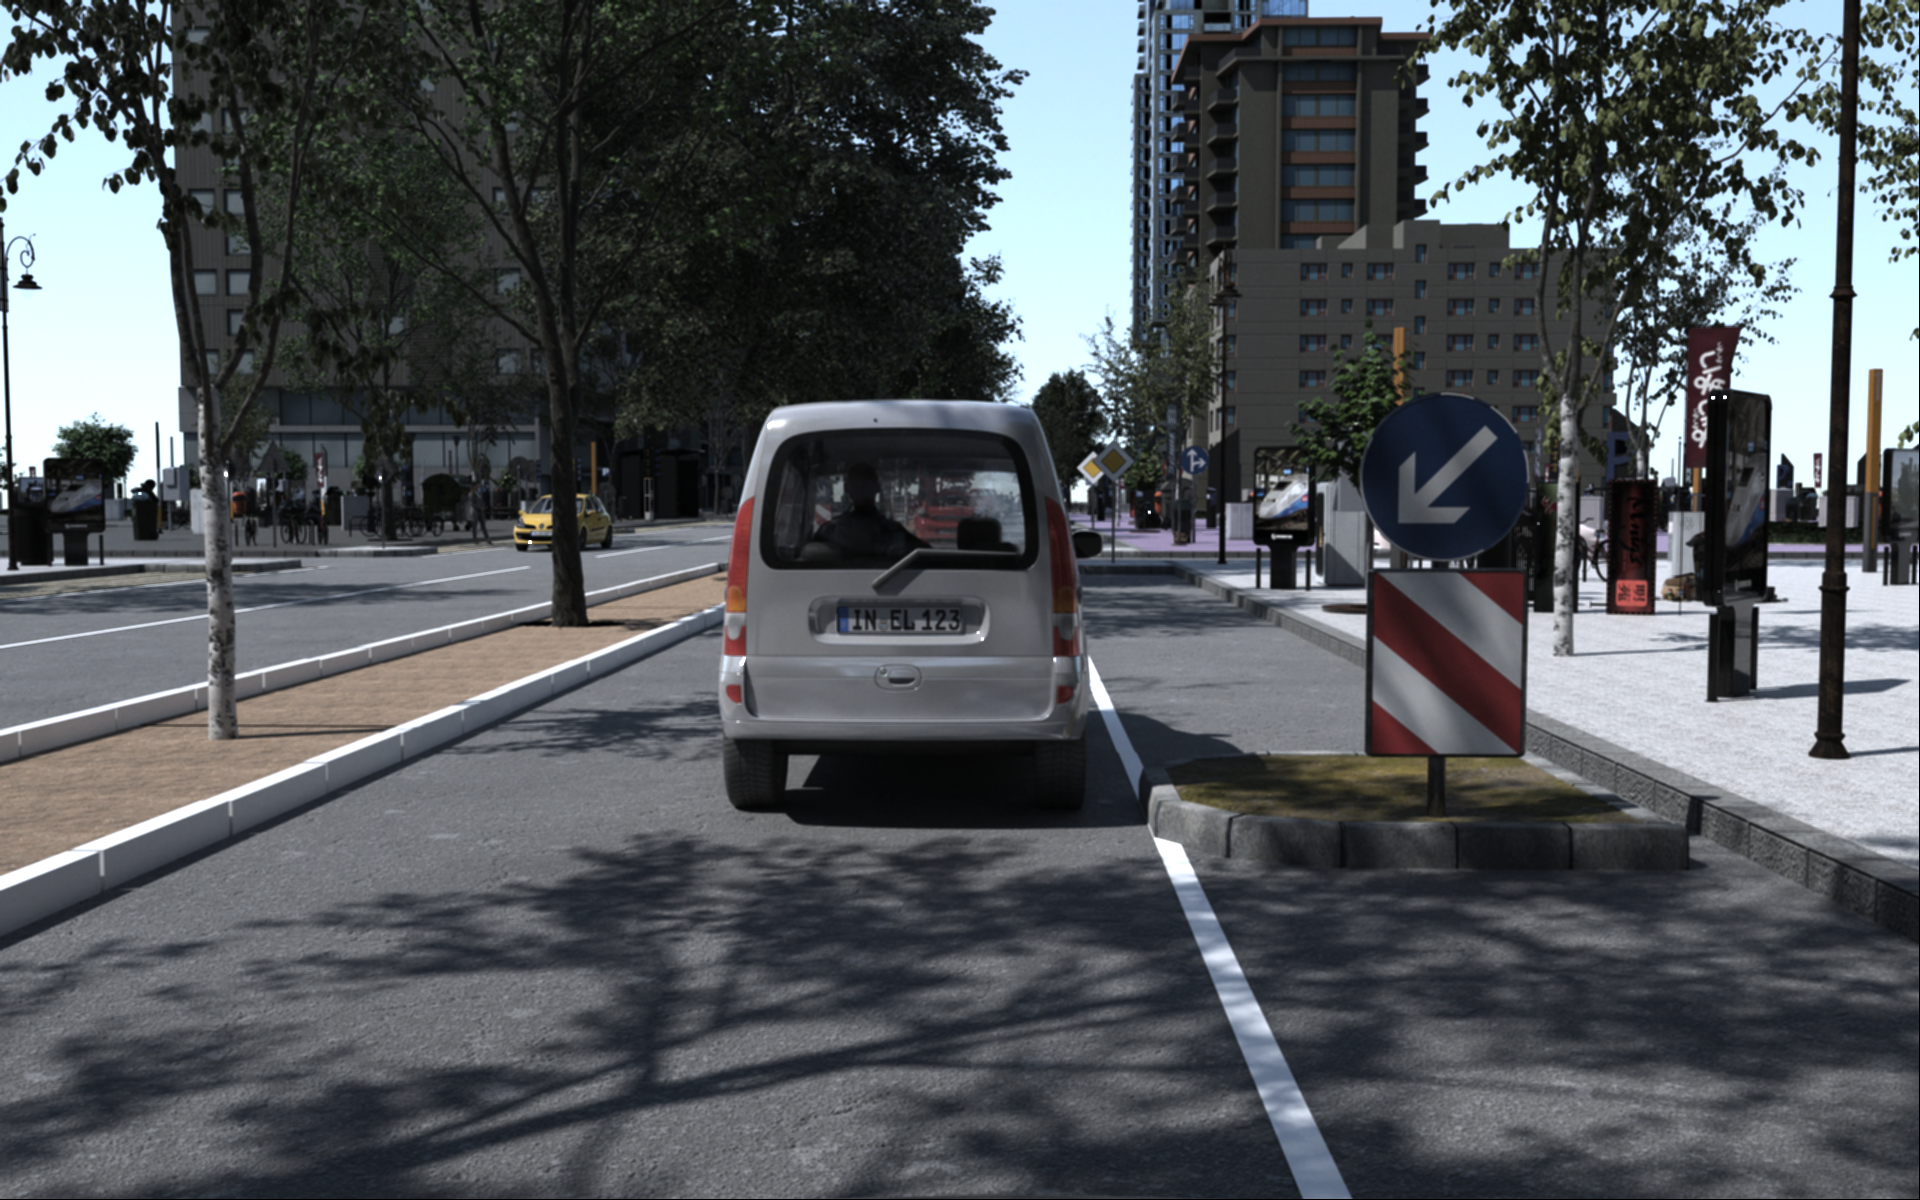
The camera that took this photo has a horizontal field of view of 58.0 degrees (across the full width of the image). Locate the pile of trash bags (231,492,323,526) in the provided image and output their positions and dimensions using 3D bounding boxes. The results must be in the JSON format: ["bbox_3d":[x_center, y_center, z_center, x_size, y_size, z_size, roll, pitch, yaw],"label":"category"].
[{"bbox_3d":[-27.896,-3.718,70.536,3.447,1.369,1.912,-3,5,-45],"label":"pile of trash bags"}]

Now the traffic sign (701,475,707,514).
[{"bbox_3d":[-17.050,-6.966,114.006,0.768,2.556,0.104,0,4,6],"label":"traffic sign"}]

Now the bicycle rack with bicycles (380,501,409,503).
[{"bbox_3d":[-21.509,-3.295,67.253,2.852,0.926,2.925,-1,4,-13],"label":"bicycle rack with bicycles"}]

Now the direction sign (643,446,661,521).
[{"bbox_3d":[-14.692,-5.546,82.666,0.876,3.537,0.379,-2,4,-35],"label":"direction sign"}]

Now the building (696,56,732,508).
[{"bbox_3d":[-33.273,-44.637,168.069,20.563,71.187,20.611,0,4,2],"label":"building"}]

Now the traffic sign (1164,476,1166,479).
[{"bbox_3d":[9.061,-4.520,74.012,0.768,2.556,0.104,0,4,3],"label":"traffic sign"}]

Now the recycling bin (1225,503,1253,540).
[{"bbox_3d":[7.875,-2.214,48.753,0.722,1.027,0.722,0,4,1],"label":"recycling bin"}]

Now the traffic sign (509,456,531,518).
[{"bbox_3d":[-14.895,-3.576,58.572,0.768,2.556,0.104,0,4,8],"label":"traffic sign"}]

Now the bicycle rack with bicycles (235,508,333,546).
[{"bbox_3d":[-17.252,-1.868,43.918,2.852,0.926,2.925,-1,4,-22],"label":"bicycle rack with bicycles"}]

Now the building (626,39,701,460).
[{"bbox_3d":[-30.898,-28.582,150.914,14.154,41.232,14.086,0,4,2],"label":"building"}]

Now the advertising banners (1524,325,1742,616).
[{"bbox_3d":[7.104,-1.355,18.343,2.074,3.025,0.090,1,4,23],"label":"advertising banners"}]

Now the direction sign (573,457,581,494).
[{"bbox_3d":[-23.258,-6.914,105.042,0.876,3.537,0.379,3,4,37],"label":"direction sign"}]

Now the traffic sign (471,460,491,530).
[{"bbox_3d":[-17.135,-3.783,61.952,0.768,2.556,0.104,0,4,8],"label":"traffic sign"}]

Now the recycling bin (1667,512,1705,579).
[{"bbox_3d":[10.394,-0.725,24.409,0.722,1.027,0.722,1,4,17],"label":"recycling bin"}]

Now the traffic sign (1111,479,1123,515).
[{"bbox_3d":[8.079,-5.359,87.624,0.884,2.594,0.081,1,4,10],"label":"traffic sign"}]

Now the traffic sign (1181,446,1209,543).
[{"bbox_3d":[6.178,-2.789,45.709,0.768,2.556,0.104,0,4,2],"label":"traffic sign"}]

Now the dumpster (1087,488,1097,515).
[{"bbox_3d":[8.305,-6.038,104.482,1.264,1.857,1.865,0,4,2],"label":"dumpster"}]

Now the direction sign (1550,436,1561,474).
[{"bbox_3d":[23.408,-4.623,67.576,0.379,3.537,0.876,-3,5,-40],"label":"direction sign"}]

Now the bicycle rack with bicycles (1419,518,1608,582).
[{"bbox_3d":[8.228,-0.784,26.193,2.852,0.926,2.925,0,4,-8],"label":"bicycle rack with bicycles"}]

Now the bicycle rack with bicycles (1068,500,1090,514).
[{"bbox_3d":[8.290,-6.027,111.925,2.852,0.926,2.925,3,4,38],"label":"bicycle rack with bicycles"}]

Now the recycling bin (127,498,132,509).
[{"bbox_3d":[-47.994,-5.327,99.658,0.722,1.027,0.722,2,4,30],"label":"recycling bin"}]

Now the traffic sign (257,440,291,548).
[{"bbox_3d":[-16.429,-2.536,41.466,0.884,2.594,0.081,1,4,11],"label":"traffic sign"}]

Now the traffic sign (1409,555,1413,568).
[{"bbox_3d":[6.638,-1.426,25.440,0.606,2.300,0.079,0,4,8],"label":"traffic sign"}]

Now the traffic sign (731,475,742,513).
[{"bbox_3d":[-14.954,-7.080,115.860,0.768,2.556,0.104,0,4,4],"label":"traffic sign"}]

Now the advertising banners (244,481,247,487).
[{"bbox_3d":[-47.960,-7.274,115.114,2.074,3.025,0.090,2,4,30],"label":"advertising banners"}]

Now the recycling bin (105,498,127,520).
[{"bbox_3d":[-41.231,-4.396,84.430,0.722,1.027,0.722,-1,4,-9],"label":"recycling bin"}]

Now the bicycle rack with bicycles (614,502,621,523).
[{"bbox_3d":[-16.382,-3.923,77.528,2.852,0.926,2.925,0,4,-1],"label":"bicycle rack with bicycles"}]

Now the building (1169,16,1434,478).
[{"bbox_3d":[31.537,-31.198,164.705,22.147,44.769,28.867,0,4,2],"label":"building"}]

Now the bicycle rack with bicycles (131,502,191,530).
[{"bbox_3d":[-28.247,-3.012,62.622,2.925,0.926,2.852,-3,5,-42],"label":"bicycle rack with bicycles"}]

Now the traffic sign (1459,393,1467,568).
[{"bbox_3d":[6.470,-1.364,22.306,0.884,2.594,0.081,0,4,6],"label":"traffic sign"}]

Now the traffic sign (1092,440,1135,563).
[{"bbox_3d":[2.848,-1.745,32.171,0.795,2.450,0.064,0,4,2],"label":"traffic sign"}]

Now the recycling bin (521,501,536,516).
[{"bbox_3d":[-15.892,-3.159,64.199,0.722,1.027,0.722,-2,4,-32],"label":"recycling bin"}]

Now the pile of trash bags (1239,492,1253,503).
[{"bbox_3d":[10.734,-3.149,61.243,1.912,1.369,3.447,0,4,-4],"label":"pile of trash bags"}]

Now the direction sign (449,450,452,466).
[{"bbox_3d":[-26.454,-5.992,89.966,0.379,3.537,0.876,-1,4,-23],"label":"direction sign"}]

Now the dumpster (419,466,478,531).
[{"bbox_3d":[-17.758,-3.525,60.127,1.502,2.255,1.985,0,4,2],"label":"dumpster"}]

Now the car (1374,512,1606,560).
[{"bbox_3d":[10.771,-1.422,35.615,4.827,1.381,2.083,0,4,2],"label":"car"}]

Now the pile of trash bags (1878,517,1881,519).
[{"bbox_3d":[54.844,-5.527,100.125,3.447,1.369,1.912,-1,4,-9],"label":"pile of trash bags"}]

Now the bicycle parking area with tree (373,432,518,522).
[{"bbox_3d":[-25.020,-5.876,83.070,9.016,4.147,8.231,1,4,20],"label":"bicycle parking area with tree"}]

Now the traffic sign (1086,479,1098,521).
[{"bbox_3d":[6.320,-4.951,83.085,0.606,2.300,0.079,1,4,9],"label":"traffic sign"}]

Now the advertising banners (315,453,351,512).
[{"bbox_3d":[-26.454,-4.702,73.063,2.074,3.025,0.090,2,4,28],"label":"advertising banners"}]

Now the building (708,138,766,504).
[{"bbox_3d":[-33.093,-37.076,225.797,23.786,49.044,30.456,0,4,2],"label":"building"}]

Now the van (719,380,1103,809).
[{"bbox_3d":[-0.209,-0.138,9.269,2.013,2.044,4.112,0,4,1],"label":"van"}]

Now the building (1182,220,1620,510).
[{"bbox_3d":[32.847,-17.828,136.534,27.650,21.520,28.899,0,4,2],"label":"building"}]

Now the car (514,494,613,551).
[{"bbox_3d":[-10.223,-2.109,44.700,2.015,1.641,3.980,0,4,3],"label":"car"}]

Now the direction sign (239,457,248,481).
[{"bbox_3d":[-43.361,-6.903,104.863,0.876,3.537,0.379,2,4,31],"label":"direction sign"}]

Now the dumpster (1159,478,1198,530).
[{"bbox_3d":[7.862,-3.454,62.233,1.264,1.857,1.865,0,4,2],"label":"dumpster"}]

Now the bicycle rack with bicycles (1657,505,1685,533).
[{"bbox_3d":[23.391,-2.764,58.577,2.925,0.926,2.852,0,4,-8],"label":"bicycle rack with bicycles"}]

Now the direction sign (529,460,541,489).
[{"bbox_3d":[-28.262,-7.536,115.203,0.876,3.537,0.379,1,4,13],"label":"direction sign"}]

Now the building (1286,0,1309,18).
[{"bbox_3d":[33.292,-55.779,224.658,22.319,86.520,31.000,0,4,2],"label":"building"}]

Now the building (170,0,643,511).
[{"bbox_3d":[-39.460,-33.053,129.662,28.713,52.752,27.495,0,4,2],"label":"building"}]

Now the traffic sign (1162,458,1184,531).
[{"bbox_3d":[7.348,-3.651,59.799,0.768,2.556,0.104,1,4,9],"label":"traffic sign"}]

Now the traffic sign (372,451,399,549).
[{"bbox_3d":[-13.552,-2.264,40.666,0.795,2.450,0.064,0,4,2],"label":"traffic sign"}]

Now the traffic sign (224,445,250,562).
[{"bbox_3d":[-13.789,-1.776,32.685,0.795,2.450,0.064,0,4,2],"label":"traffic sign"}]

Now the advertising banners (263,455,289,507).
[{"bbox_3d":[-30.727,-4.996,77.877,0.090,3.025,2.074,1,4,9],"label":"advertising banners"}]

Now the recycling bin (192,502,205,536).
[{"bbox_3d":[-23.301,-2.521,53.781,0.722,1.027,0.722,2,4,27],"label":"recycling bin"}]

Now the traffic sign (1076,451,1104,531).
[{"bbox_3d":[3.085,-2.233,40.153,0.795,2.450,0.064,0,4,2],"label":"traffic sign"}]

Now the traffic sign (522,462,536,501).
[{"bbox_3d":[-16.967,-4.142,67.828,0.768,2.556,0.104,1,4,10],"label":"traffic sign"}]

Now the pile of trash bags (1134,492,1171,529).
[{"bbox_3d":[7.559,-3.414,65.574,1.912,1.369,3.447,0,4,5],"label":"pile of trash bags"}]

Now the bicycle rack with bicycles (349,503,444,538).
[{"bbox_3d":[-16.875,-2.372,52.156,2.852,0.926,2.925,3,5,42],"label":"bicycle rack with bicycles"}]
